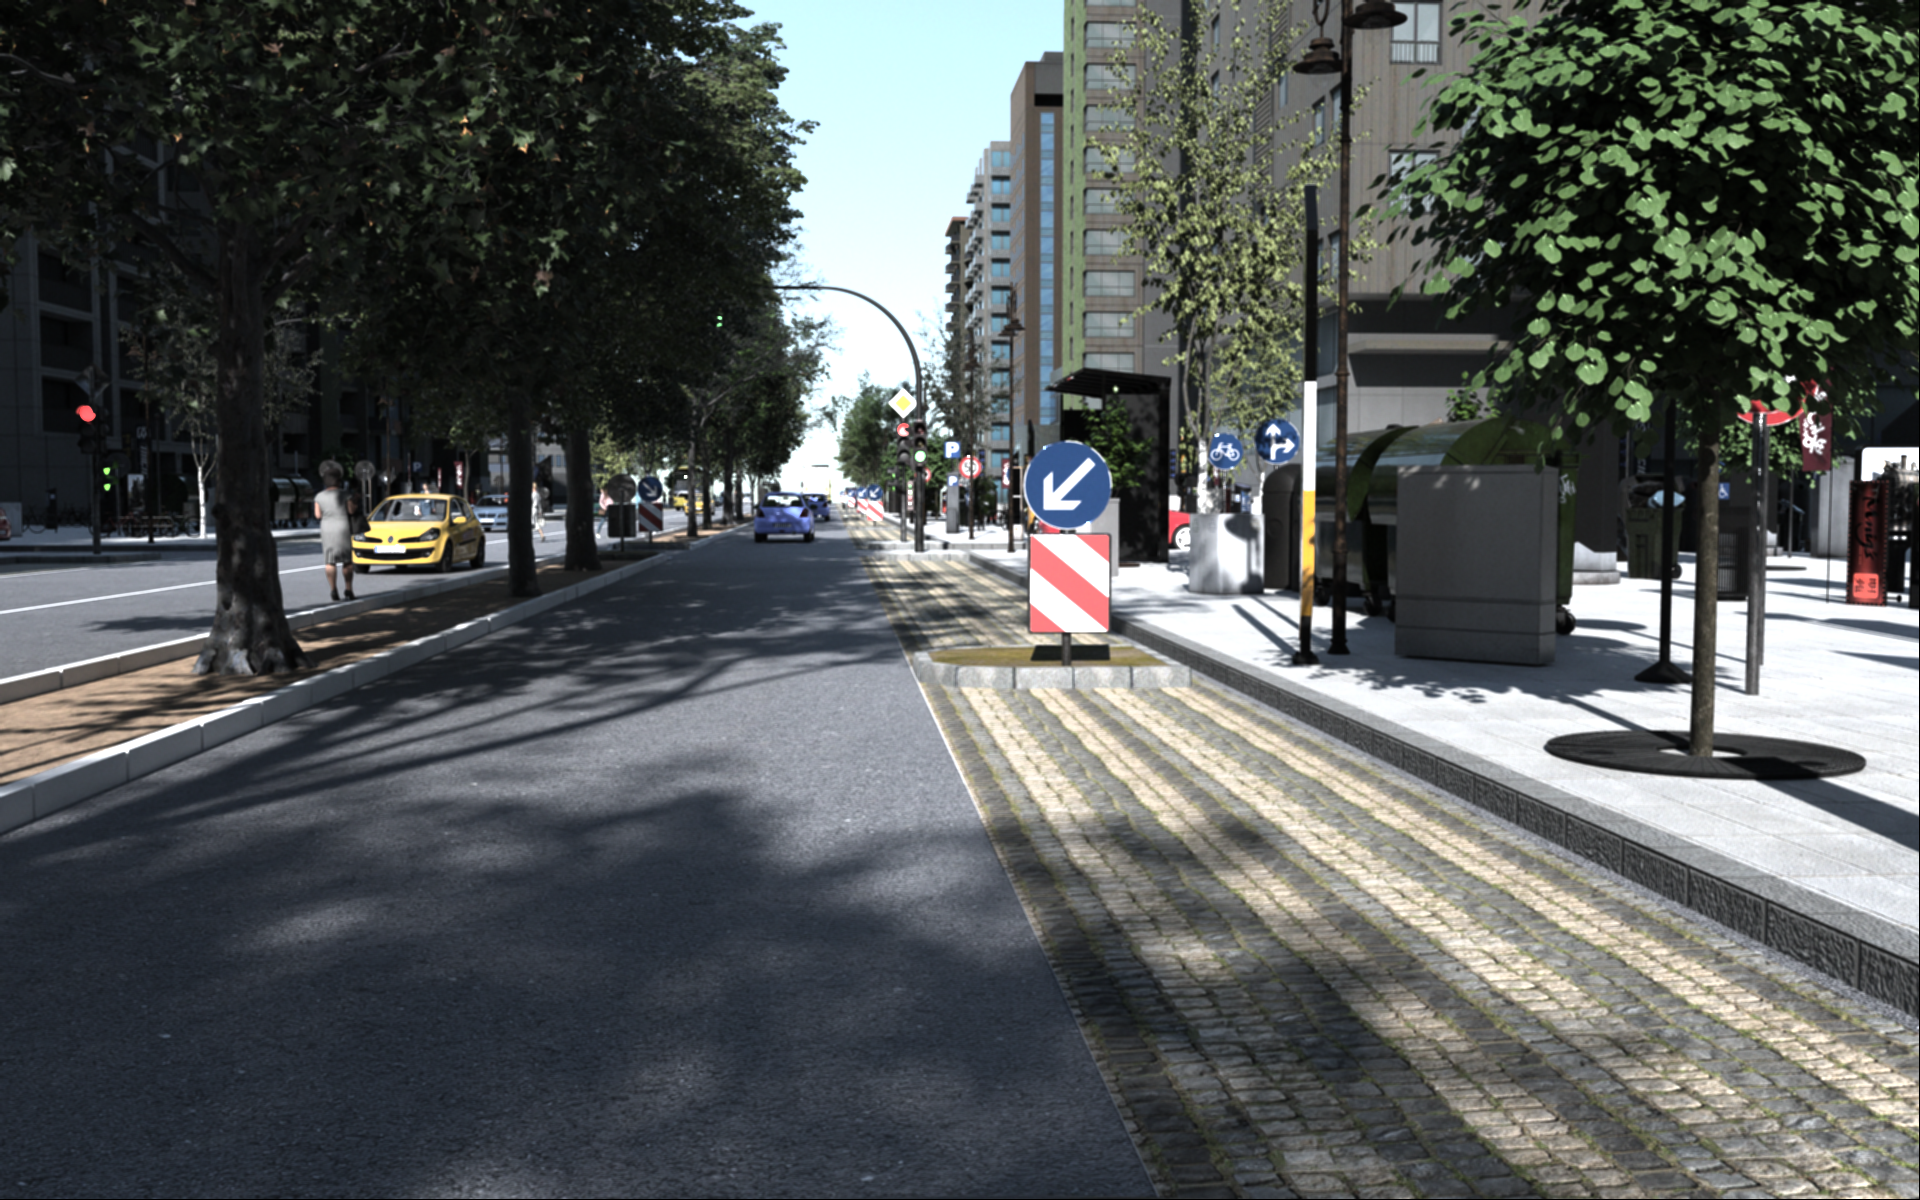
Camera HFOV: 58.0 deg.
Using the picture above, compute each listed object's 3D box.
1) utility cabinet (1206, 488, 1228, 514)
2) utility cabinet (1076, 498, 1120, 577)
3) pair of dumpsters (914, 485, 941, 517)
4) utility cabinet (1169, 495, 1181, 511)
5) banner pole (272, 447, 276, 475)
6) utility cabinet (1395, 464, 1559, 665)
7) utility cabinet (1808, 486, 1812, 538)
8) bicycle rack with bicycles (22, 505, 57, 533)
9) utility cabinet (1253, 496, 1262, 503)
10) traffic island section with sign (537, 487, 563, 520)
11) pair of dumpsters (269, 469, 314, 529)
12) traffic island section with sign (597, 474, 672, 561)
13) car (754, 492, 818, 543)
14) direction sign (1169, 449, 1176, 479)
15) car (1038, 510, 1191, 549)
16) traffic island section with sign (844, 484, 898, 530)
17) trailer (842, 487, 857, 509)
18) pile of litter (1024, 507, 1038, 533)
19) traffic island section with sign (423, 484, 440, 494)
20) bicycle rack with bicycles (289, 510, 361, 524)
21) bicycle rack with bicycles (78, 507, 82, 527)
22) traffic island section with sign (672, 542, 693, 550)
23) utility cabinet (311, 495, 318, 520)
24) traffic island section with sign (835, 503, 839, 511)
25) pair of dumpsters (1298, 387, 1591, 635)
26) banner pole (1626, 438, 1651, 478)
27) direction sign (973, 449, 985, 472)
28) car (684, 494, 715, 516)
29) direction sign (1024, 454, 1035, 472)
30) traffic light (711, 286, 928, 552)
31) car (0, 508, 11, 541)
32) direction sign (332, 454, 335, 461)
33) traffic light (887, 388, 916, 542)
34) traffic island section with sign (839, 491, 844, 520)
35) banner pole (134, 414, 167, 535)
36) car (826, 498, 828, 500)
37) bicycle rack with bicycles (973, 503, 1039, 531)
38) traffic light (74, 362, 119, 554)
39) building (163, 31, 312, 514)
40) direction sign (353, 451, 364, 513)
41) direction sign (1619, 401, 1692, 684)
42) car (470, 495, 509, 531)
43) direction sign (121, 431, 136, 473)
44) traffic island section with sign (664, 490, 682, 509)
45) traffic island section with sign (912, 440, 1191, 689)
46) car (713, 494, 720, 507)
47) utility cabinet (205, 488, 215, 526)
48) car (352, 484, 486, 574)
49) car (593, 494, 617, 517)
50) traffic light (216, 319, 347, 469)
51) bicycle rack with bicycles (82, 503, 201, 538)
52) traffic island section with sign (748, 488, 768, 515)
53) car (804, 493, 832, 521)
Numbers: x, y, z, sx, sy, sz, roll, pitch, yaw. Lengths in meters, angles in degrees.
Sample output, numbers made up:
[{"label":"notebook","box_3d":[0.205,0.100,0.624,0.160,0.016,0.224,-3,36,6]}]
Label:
[{"label":"utility cabinet","box_3d":[9.946,-3.590,67.377,1.173,1.500,0.318,2,4,34]},{"label":"utility cabinet","box_3d":[2.100,-0.940,26.533,0.306,1.237,1.020,2,4,29]},{"label":"pair of dumpsters","box_3d":[-1.830,-5.824,97.722,1.574,2.255,4.437,0,4,-4]},{"label":"utility cabinet","box_3d":[10.010,-4.373,82.659,1.020,1.237,0.306,0,4,-3]},{"label":"banner pole","box_3d":[-36.722,-6.288,92.829,0.401,3.779,0.863,-2,4,-29]},{"label":"utility cabinet","box_3d":[3.949,-0.281,13.270,1.173,1.500,0.318,3,5,42]},{"label":"utility cabinet","box_3d":[24.497,-2.525,49.964,1.173,1.500,0.318,0,4,-5]},{"label":"bicycle rack with bicycles","box_3d":[-31.231,-2.651,56.728,2.852,0.926,2.925,2,4,29]},{"label":"utility cabinet","box_3d":[9.126,-2.549,52.833,0.306,1.237,1.020,1,4,16]},{"label":"traffic island section with sign","box_3d":[-22.773,-5.260,94.636,1.989,1.847,2.006,0,4,-4]},{"label":"pair of dumpsters","box_3d":[-25.622,-3.818,64.914,1.574,2.255,4.437,0,4,-4]},{"label":"traffic island section with sign","box_3d":[-7.498,-1.827,38.006,2.006,1.907,1.989,0,4,-4]},{"label":"car","box_3d":[-5.298,-2.623,52.484,1.945,1.707,3.694,0,4,-3]},{"label":"direction sign","box_3d":[10.527,-5.850,87.651,0.876,3.537,0.379,3,4,37]},{"label":"car","box_3d":[4.188,-2.082,43.088,4.494,1.783,2.155,0,4,-5]},{"label":"traffic island section with sign","box_3d":[-3.506,-3.674,68.704,1.989,1.847,2.006,0,4,-4]},{"label":"trailer","box_3d":[-9.435,-8.732,149.813,1.471,1.999,3.904,0,4,-5]},{"label":"pile of litter","box_3d":[2.541,-2.661,57.470,1.176,0.858,1.719,3,4,39]},{"label":"traffic island section with sign","box_3d":[-20.753,-3.616,67.756,1.989,1.847,2.006,0,4,-4]},{"label":"bicycle rack with bicycles","box_3d":[-26.600,-3.652,73.084,2.925,0.926,2.852,3,5,44]},{"label":"bicycle rack with bicycles","box_3d":[-34.471,-3.326,67.764,2.925,0.926,2.852,-2,4,-32]},{"label":"traffic island section with sign","box_3d":[-8.043,-2.279,45.393,2.006,1.907,1.989,0,4,-4]},{"label":"utility cabinet","box_3d":[-31.728,-4.590,86.208,0.306,1.237,1.020,3,5,43]},{"label":"traffic island section with sign","box_3d":[-9.201,-8.313,144.552,1.989,1.847,2.006,0,4,-4]},{"label":"pair of dumpsters","box_3d":[4.811,-0.930,17.704,1.574,2.255,4.437,0,4,-4]},{"label":"banner pole","box_3d":[19.308,-3.638,49.490,0.863,3.779,0.401,1,4,21]},{"label":"direction sign","box_3d":[0.848,-5.815,87.074,0.876,3.537,0.379,2,4,23]},{"label":"car","box_3d":[-17.460,-6.483,116.224,2.015,1.641,3.980,0,4,-3]},{"label":"direction sign","box_3d":[3.933,-6.487,98.062,0.379,3.537,0.876,3,5,45]},{"label":"traffic light","box_3d":[-3.006,-3.864,37.847,4.771,5.953,1.251,0,4,-4]},{"label":"car","box_3d":[-25.394,-1.999,41.723,4.494,1.783,2.155,0,4,-4]},{"label":"direction sign","box_3d":[-35.722,-6.536,98.857,0.379,3.537,0.876,-2,4,-27]},{"label":"traffic light","box_3d":[-1.524,-3.498,46.107,0.839,4.253,0.868,0,4,-4]},{"label":"traffic island section with sign","box_3d":[-5.521,-5.325,95.688,1.989,1.847,2.006,0,4,-4]},{"label":"banner pole","box_3d":[-25.205,-3.909,53.928,0.863,3.779,0.401,-1,4,-19]},{"label":"car","box_3d":[-12.970,-9.077,157.997,1.945,1.707,3.694,0,4,-6]},{"label":"bicycle rack with bicycles","box_3d":[1.404,-2.864,60.211,2.852,0.926,2.925,0,4,1]},{"label":"traffic light","box_3d":[-18.387,-2.930,36.822,0.839,4.253,0.868,0,4,-4]},{"label":"building","box_3d":[-47.034,-20.434,105.794,14.160,30.474,14.107,0,4,-4]},{"label":"direction sign","box_3d":[-31.336,-6.017,90.370,0.876,3.537,0.379,2,4,35]},{"label":"direction sign","box_3d":[4.831,-1.210,11.775,0.379,3.537,0.876,3,5,43]},{"label":"car","box_3d":[-17.640,-3.322,66.323,2.014,1.417,4.499,0,4,-3]},{"label":"direction sign","box_3d":[-29.541,-4.284,62.033,0.876,3.537,0.379,0,4,0]},{"label":"traffic island section with sign","box_3d":[-28.547,-9.966,171.576,1.989,1.847,2.006,0,4,-4]},{"label":"traffic island section with sign","box_3d":[0.639,-0.304,13.601,1.989,1.847,2.006,0,4,-4]},{"label":"car","box_3d":[-27.217,-10.967,189.092,2.009,1.686,4.222,0,4,-6]},{"label":"utility cabinet","box_3d":[-29.207,-3.652,68.390,0.318,1.500,1.173,2,4,30]},{"label":"car","box_3d":[-10.131,-1.360,32.456,2.015,1.641,3.980,0,4,-2]},{"label":"car","box_3d":[-19.596,-5.027,93.988,2.131,1.459,4.920,0,4,-6]},{"label":"traffic light","box_3d":[-16.906,-4.300,44.975,4.771,5.953,1.251,0,4,-4]},{"label":"bicycle rack with bicycles","box_3d":[-23.889,-2.319,51.297,2.925,0.926,2.852,-1,4,-10]},{"label":"traffic island section with sign","box_3d":[-13.681,-6.861,120.321,2.006,1.907,1.989,0,4,-4]},{"label":"car","box_3d":[-7.780,-5.044,92.061,1.945,1.707,3.694,0,4,-3]}]
